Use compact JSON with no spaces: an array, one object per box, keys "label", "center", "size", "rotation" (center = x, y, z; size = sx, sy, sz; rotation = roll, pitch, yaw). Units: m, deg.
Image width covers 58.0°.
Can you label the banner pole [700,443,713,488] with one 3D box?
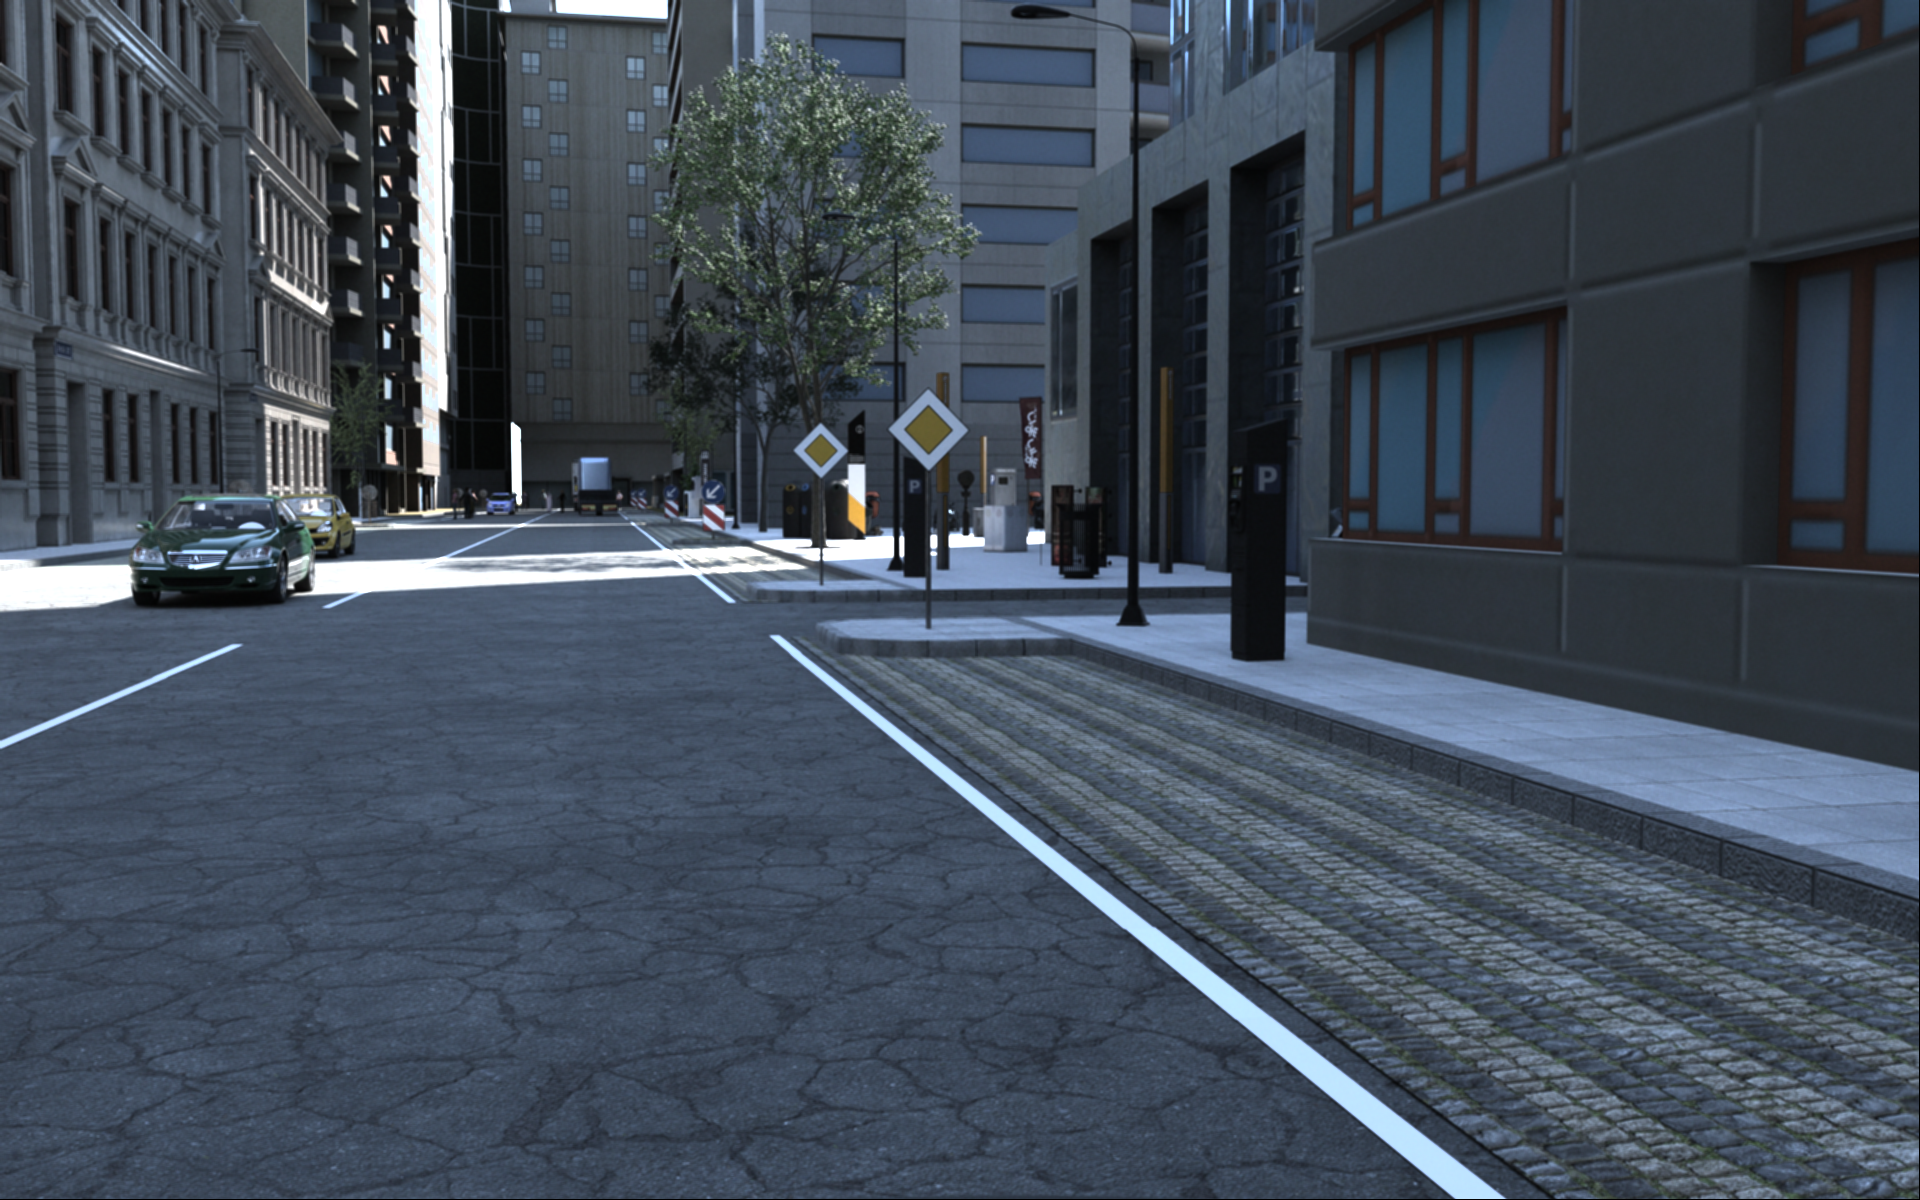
[{"label":"banner pole","center":[-12.374,-5.815,85.100],"size":[0.863,3.779,0.401],"rotation":[2,4,24]}]

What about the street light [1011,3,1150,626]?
[{"label":"street light","center":[1.165,-2.700,16.690],"size":[1.470,5.913,1.316],"rotation":[-1,4,-12]}]

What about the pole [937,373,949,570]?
[{"label":"pole","center":[-0.289,-2.166,29.252],"size":[0.158,3.312,0.155],"rotation":[0,3,0]}]

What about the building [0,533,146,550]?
[{"label":"building","center":[-28.839,-13.082,50.050],"size":[11.583,22.565,21.152],"rotation":[-1,4,-12]}]

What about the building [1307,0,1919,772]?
[{"label":"building","center":[19.477,-9.657,2.939],"size":[27.650,21.520,28.899],"rotation":[-1,4,-12]}]

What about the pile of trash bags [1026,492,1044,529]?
[{"label":"pile of trash bags","center":[3.461,-3.320,64.034],"size":[1.912,1.369,3.447],"rotation":[-2,4,-29]}]

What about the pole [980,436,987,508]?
[{"label":"pole","center":[0.829,-4.119,61.183],"size":[0.158,3.312,0.155],"rotation":[0,3,0]}]

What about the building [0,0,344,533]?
[{"label":"building","center":[-32.846,-14.385,71.356],"size":[11.583,22.565,21.152],"rotation":[-1,4,-12]}]

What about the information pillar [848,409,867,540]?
[{"label":"information pillar","center":[-2.846,-3.456,47.858],"size":[0.504,3.616,0.183],"rotation":[-1,4,-15]}]

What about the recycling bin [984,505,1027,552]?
[{"label":"recycling bin","center":[1.012,-1.586,38.486],"size":[0.722,1.027,0.722],"rotation":[-3,5,-40]}]

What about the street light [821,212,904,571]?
[{"label":"street light","center":[-1.594,-3.441,28.810],"size":[1.470,5.913,1.316],"rotation":[-1,4,-12]}]

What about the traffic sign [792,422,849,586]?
[{"label":"traffic sign","center":[-1.947,-1.260,24.245],"size":[0.795,2.450,0.064],"rotation":[-1,4,-12]}]

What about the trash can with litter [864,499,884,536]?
[{"label":"trash can with litter","center":[-2.854,-2.554,53.150],"size":[0.624,1.170,1.055],"rotation":[2,4,35]}]

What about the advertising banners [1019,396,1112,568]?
[{"label":"advertising banners","center":[1.845,-2.115,30.767],"size":[2.074,3.025,0.090],"rotation":[3,5,42]}]

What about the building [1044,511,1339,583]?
[{"label":"building","center":[18.026,-44.220,35.664],"size":[31.000,86.520,22.319],"rotation":[-1,4,-12]}]

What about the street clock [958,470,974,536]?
[{"label":"street clock","center":[0.181,-2.942,52.676],"size":[0.471,2.002,0.358],"rotation":[-1,4,-13]}]

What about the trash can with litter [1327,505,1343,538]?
[{"label":"trash can with litter","center":[4.173,-0.366,17.371],"size":[0.624,1.170,1.055],"rotation":[-2,4,-27]}]

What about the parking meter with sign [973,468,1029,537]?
[{"label":"parking meter with sign","center":[1.263,-3.386,51.622],"size":[1.738,3.016,0.543],"rotation":[-1,4,-19]}]

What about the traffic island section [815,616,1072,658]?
[{"label":"traffic island section","center":[-0.282,0.353,16.512],"size":[2.009,0.180,2.903],"rotation":[-1,4,-12]}]

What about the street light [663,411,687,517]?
[{"label":"street light","center":[-15.991,-7.647,97.565],"size":[1.470,5.913,1.316],"rotation":[-1,4,-12]}]

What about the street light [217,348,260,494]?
[{"label":"street light","center":[-23.013,-5.058,55.234],"size":[1.470,5.913,1.316],"rotation":[-1,4,-12]}]

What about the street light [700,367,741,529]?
[{"label":"street light","center":[-8.786,-5.563,63.499],"size":[1.470,5.913,1.316],"rotation":[-1,4,-12]}]

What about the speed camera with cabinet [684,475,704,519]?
[{"label":"speed camera with cabinet","center":[-13.501,-5.733,88.068],"size":[0.660,3.252,2.038],"rotation":[-2,4,-24]}]

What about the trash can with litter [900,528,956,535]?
[{"label":"trash can with litter","center":[-1.145,-2.689,55.017],"size":[1.678,1.210,2.233],"rotation":[-1,4,-14]}]

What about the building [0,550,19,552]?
[{"label":"building","center":[-24.491,-11.818,29.389],"size":[11.583,22.565,21.152],"rotation":[-1,4,-12]}]

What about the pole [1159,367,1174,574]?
[{"label":"pole","center":[3.334,-2.086,27.953],"size":[0.158,3.312,0.155],"rotation":[0,3,0]}]

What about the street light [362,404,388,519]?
[{"label":"street light","center":[-30.199,-7.148,89.412],"size":[1.470,5.913,1.316],"rotation":[-1,4,-12]}]

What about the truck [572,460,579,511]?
[{"label":"truck","center":[-31.676,-9.706,147.602],"size":[2.839,4.237,11.283],"rotation":[-1,4,-12]}]

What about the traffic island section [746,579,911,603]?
[{"label":"traffic island section","center":[-1.925,-0.125,24.327],"size":[2.009,0.180,2.903],"rotation":[-1,4,-12]}]

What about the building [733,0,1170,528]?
[{"label":"building","center":[0.220,-32.820,78.600],"size":[21.231,58.520,28.212],"rotation":[-1,4,-12]}]

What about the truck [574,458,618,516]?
[{"label":"truck","center":[-25.645,-8.098,122.153],"size":[2.967,4.110,18.799],"rotation":[-1,4,-13]}]

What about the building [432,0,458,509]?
[{"label":"building","center":[-58.760,-34.401,151.693],"size":[27.495,52.752,28.713],"rotation":[-1,4,-12]}]

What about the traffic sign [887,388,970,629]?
[{"label":"traffic sign","center":[-0.303,-0.782,16.431],"size":[0.795,2.450,0.064],"rotation":[-1,4,-12]}]

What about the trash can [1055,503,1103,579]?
[{"label":"trash can","center":[1.813,-0.898,26.343],"size":[0.748,1.137,0.748],"rotation":[0,3,0]}]

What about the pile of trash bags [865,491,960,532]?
[{"label":"pile of trash bags","center":[-1.663,-3.055,59.704],"size":[3.447,1.369,1.912],"rotation":[0,4,6]}]
